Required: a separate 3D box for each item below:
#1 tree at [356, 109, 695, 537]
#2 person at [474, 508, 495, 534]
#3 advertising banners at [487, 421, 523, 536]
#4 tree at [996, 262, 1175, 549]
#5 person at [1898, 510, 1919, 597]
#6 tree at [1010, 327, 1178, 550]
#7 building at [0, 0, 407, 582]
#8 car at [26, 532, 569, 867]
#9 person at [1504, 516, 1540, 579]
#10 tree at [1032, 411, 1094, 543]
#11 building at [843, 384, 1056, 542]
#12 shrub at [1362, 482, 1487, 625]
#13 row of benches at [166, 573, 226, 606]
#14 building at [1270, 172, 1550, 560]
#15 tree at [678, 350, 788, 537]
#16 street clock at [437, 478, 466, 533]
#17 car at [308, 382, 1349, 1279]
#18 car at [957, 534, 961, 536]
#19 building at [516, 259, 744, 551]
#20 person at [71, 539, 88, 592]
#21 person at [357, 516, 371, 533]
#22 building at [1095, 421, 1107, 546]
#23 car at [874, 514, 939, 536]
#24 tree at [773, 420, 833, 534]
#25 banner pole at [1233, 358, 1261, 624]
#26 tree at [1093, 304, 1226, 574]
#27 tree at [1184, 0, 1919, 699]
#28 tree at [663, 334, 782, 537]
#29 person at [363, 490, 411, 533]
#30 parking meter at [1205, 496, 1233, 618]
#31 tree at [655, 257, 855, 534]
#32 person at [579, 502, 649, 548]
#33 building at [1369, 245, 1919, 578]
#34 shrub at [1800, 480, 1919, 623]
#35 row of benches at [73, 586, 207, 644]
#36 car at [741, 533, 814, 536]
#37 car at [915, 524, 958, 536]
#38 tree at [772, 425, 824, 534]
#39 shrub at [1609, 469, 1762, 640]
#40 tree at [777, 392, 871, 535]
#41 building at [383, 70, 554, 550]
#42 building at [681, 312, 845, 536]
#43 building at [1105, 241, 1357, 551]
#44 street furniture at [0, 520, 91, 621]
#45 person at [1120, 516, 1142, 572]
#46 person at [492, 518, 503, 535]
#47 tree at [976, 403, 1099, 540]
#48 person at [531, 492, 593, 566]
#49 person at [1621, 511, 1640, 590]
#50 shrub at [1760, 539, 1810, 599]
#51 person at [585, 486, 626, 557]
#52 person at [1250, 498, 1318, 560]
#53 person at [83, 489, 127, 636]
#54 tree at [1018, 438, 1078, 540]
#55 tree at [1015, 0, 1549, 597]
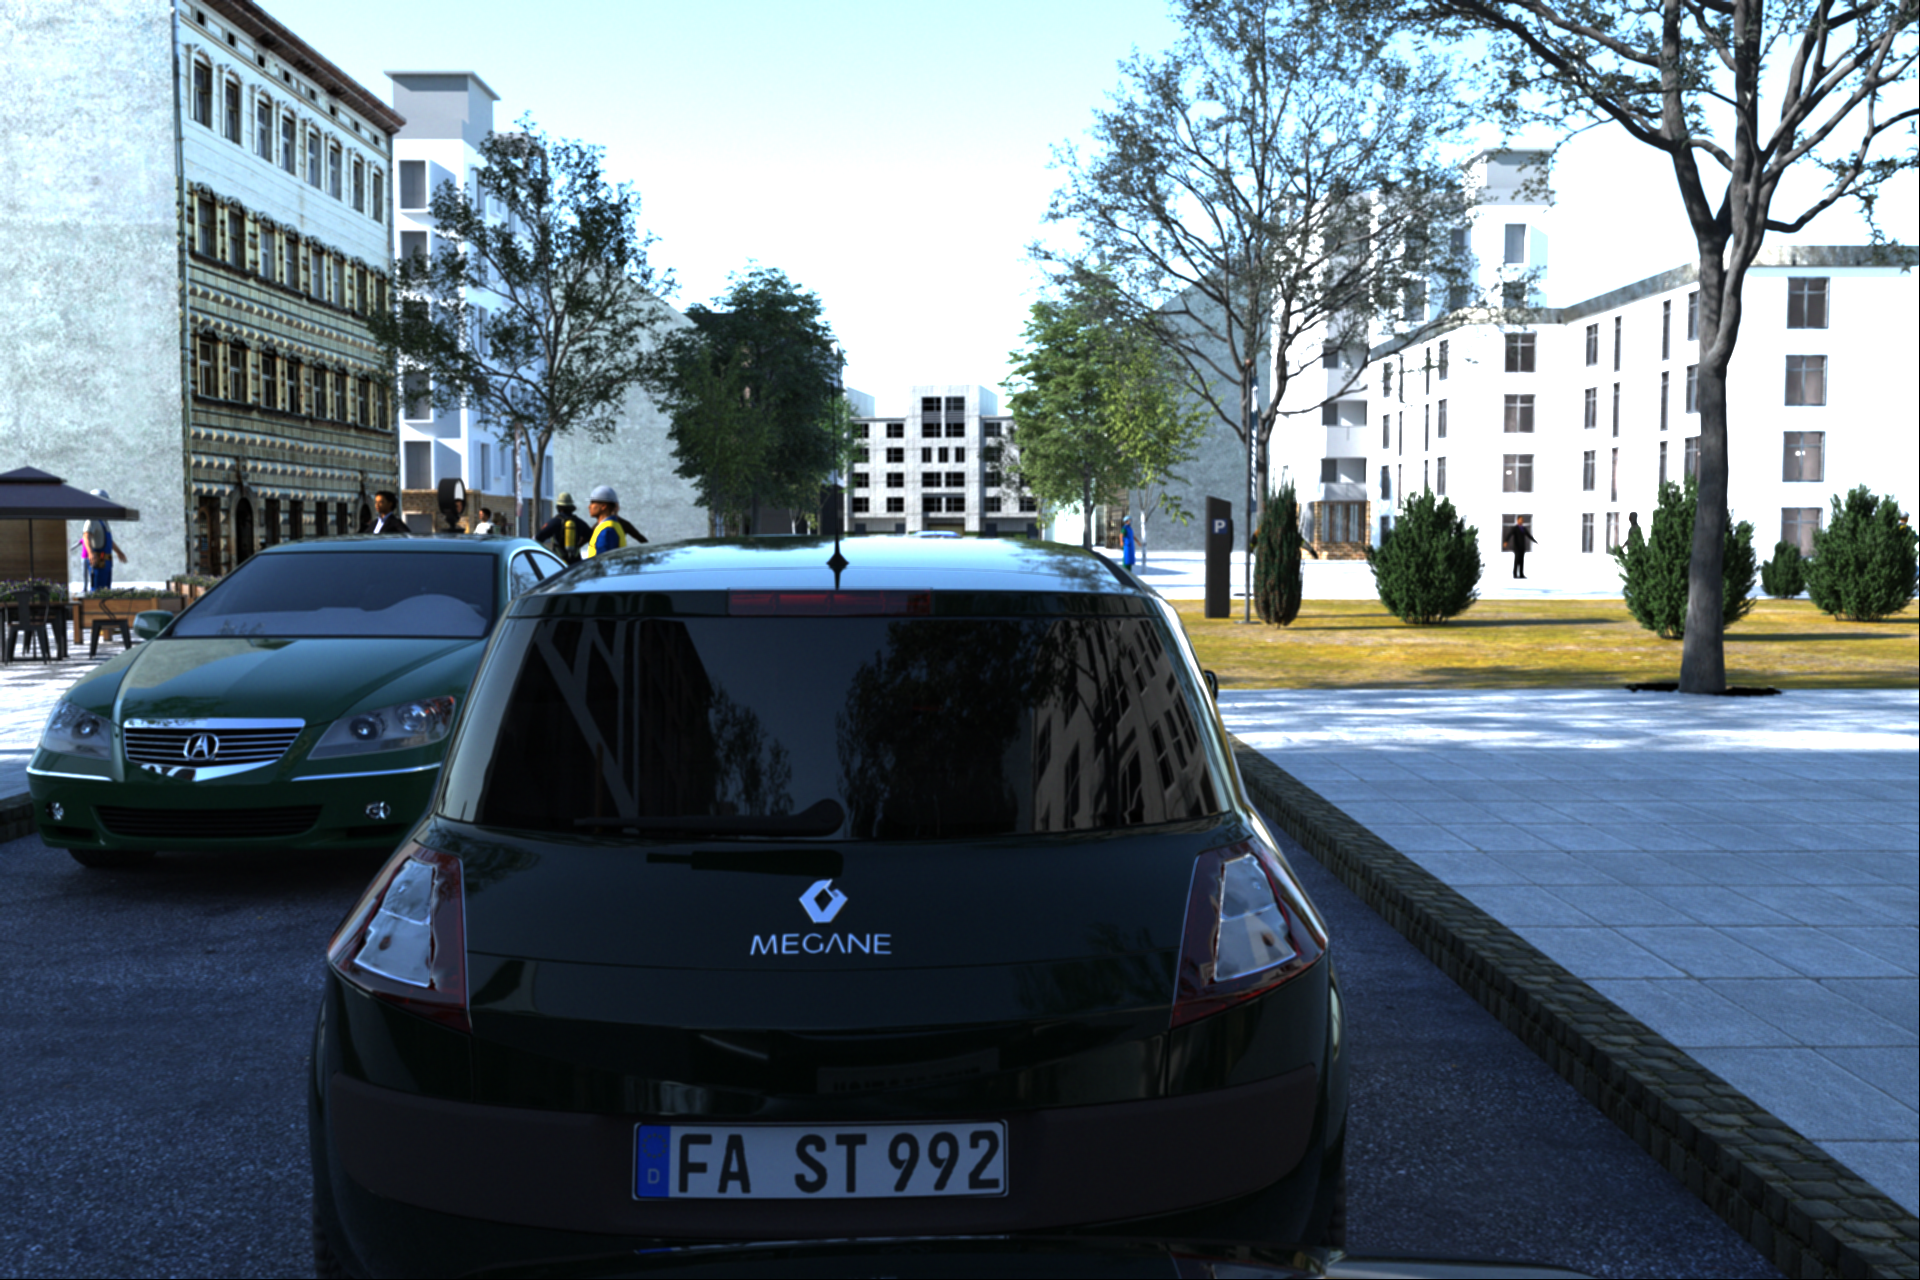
[{"bbox_3d":[-9.796,-6.401,39.070,8.767,10.594,7.601,1,4,10],"label":"tree"},{"bbox_3d":[-9.590,-1.758,34.932,1.347,1.806,0.705,3,4,36],"label":"person"},{"bbox_3d":[-6.879,-1.843,26.327,0.090,3.025,2.074,0,4,0],"label":"advertising banners"},{"bbox_3d":[5.299,-9.431,72.327,7.486,12.596,7.792,0,3,0],"label":"tree"},{"bbox_3d":[19.347,-1.770,35.400,0.721,1.772,1.216,-1,4,-14],"label":"person"},{"bbox_3d":[6.426,-9.653,83.589,9.928,11.665,9.643,0,3,0],"label":"tree"},{"bbox_3d":[-29.847,-13.665,54.357,19.493,23.208,18.063,0,4,-1],"label":"building"},{"bbox_3d":[-2.912,0.173,8.975,2.131,1.459,4.920,0,4,-1],"label":"car"},{"bbox_3d":[16.051,-2.654,49.611,1.346,1.802,0.704,-2,4,-27],"label":"person"},{"bbox_3d":[6.104,-9.140,99.793,4.737,8.622,4.395,0,3,0],"label":"tree"},{"bbox_3d":[-4.784,-20.948,211.412,31.486,18.905,16.747,1,4,9],"label":"building"},{"bbox_3d":[6.623,-1.239,24.674,1.690,2.028,1.600,0,3,0],"label":"shrub"},{"bbox_3d":[-11.355,-0.652,26.130,1.422,0.672,4.104,-2,4,-32],"label":"row of benches"},{"bbox_3d":[22.788,-14.718,97.061,16.016,20.090,11.380,0,3,0],"label":"building"},{"bbox_3d":[-9.821,-7.321,70.057,4.360,8.622,3.978,0,3,0],"label":"tree"},{"bbox_3d":[-6.597,-1.098,22.529,0.358,2.002,0.471,0,4,1],"label":"street clock"},{"bbox_3d":[-0.247,0.327,4.435,2.009,1.686,4.222,0,4,-1],"label":"car"},{"bbox_3d":[-0.555,-5.571,100.872,2.009,1.686,4.222,0,4,-2],"label":"car"},{"bbox_3d":[-28.456,-19.002,141.607,19.493,23.208,18.063,0,4,0],"label":"building"},{"bbox_3d":[-19.090,-1.751,37.900,0.991,1.433,0.599,0,4,-5],"label":"person"},{"bbox_3d":[-16.970,-2.661,49.689,1.347,1.806,0.705,2,4,31],"label":"person"},{"bbox_3d":[24.515,-21.715,185.963,19.493,23.208,18.063,0,3,0],"label":"building"},{"bbox_3d":[-0.643,-0.496,17.889,2.009,1.686,4.222,0,4,-1],"label":"car"},{"bbox_3d":[-9.496,-9.561,106.692,4.737,8.622,4.395,0,3,0],"label":"tree"},{"bbox_3d":[4.130,-2.111,24.534,0.401,3.779,0.863,0,4,-1],"label":"banner pole"},{"bbox_3d":[6.025,-6.414,55.237,4.737,8.622,4.395,0,3,0],"label":"tree"},{"bbox_3d":[6.053,-6.307,13.494,12.009,13.543,11.850,0,3,0],"label":"tree"},{"bbox_3d":[-8.851,-6.997,64.758,4.737,8.622,4.395,0,3,0],"label":"tree"},{"bbox_3d":[-6.098,-0.703,18.212,1.216,1.740,0.721,2,4,27],"label":"person"},{"bbox_3d":[3.950,-1.265,26.398,0.399,1.863,0.255,0,4,0],"label":"parking meter"},{"bbox_3d":[-9.635,-10.702,81.625,9.857,13.997,8.962,0,3,0],"label":"tree"},{"bbox_3d":[-5.214,-1.221,26.096,1.346,1.812,0.704,-1,4,-17],"label":"person"},{"bbox_3d":[23.165,-7.482,64.473,9.099,9.664,28.070,0,4,-1],"label":"building"},{"bbox_3d":[13.193,-1.302,25.323,1.661,2.075,1.752,0,3,0],"label":"shrub"},{"bbox_3d":[-8.405,-0.290,20.200,4.104,0.672,1.422,0,4,7],"label":"row of benches"},{"bbox_3d":[-2.341,-0.652,22.465,2.131,1.459,4.920,0,4,-1],"label":"car"},{"bbox_3d":[-0.631,-2.208,45.687,1.945,1.707,3.694,0,4,0],"label":"car"},{"bbox_3d":[-9.611,-9.195,100.699,4.360,8.622,3.978,0,3,0],"label":"tree"},{"bbox_3d":[8.860,-1.047,21.159,1.661,2.075,1.752,0,3,0],"label":"shrub"},{"bbox_3d":[-9.592,-11.720,117.376,9.928,11.665,9.643,0,3,0],"label":"tree"},{"bbox_3d":[-24.854,-13.189,72.068,16.016,20.090,11.380,0,4,-1],"label":"building"},{"bbox_3d":[-26.537,-20.310,176.041,27.936,21.610,32.646,0,4,-1],"label":"building"},{"bbox_3d":[21.858,-18.879,139.593,19.493,23.208,18.063,0,4,0],"label":"building"},{"bbox_3d":[-18.109,-1.199,26.463,9.812,1.723,11.010,-2,4,-26],"label":"street furniture"},{"bbox_3d":[4.946,-2.726,50.693,0.704,1.817,1.347,2,4,29],"label":"person"},{"bbox_3d":[-13.204,-2.611,49.488,1.217,1.733,0.721,1,4,15],"label":"person"},{"bbox_3d":[5.511,-11.195,117.453,8.767,10.594,7.601,-1,4,-10],"label":"tree"},{"bbox_3d":[-5.474,-1.117,24.034,1.354,1.856,0.705,-2,4,-28],"label":"person"},{"bbox_3d":[15.415,-2.056,39.746,0.705,1.813,1.348,1,4,10],"label":"person"},{"bbox_3d":[16.289,-1.414,34.231,1.383,1.207,1.383,0,3,0],"label":"shrub"},{"bbox_3d":[-2.995,-0.370,14.484,0.705,1.833,1.349,0,4,-5],"label":"person"},{"bbox_3d":[4.938,-1.288,26.823,0.705,1.858,1.354,-3,5,-41],"label":"person"},{"bbox_3d":[-10.850,-0.983,21.921,0.705,1.847,1.347,-1,4,-11],"label":"person"},{"bbox_3d":[5.416,-9.639,107.959,4.737,8.622,4.395,0,3,0],"label":"tree"},{"bbox_3d":[6.137,-7.634,35.194,12.009,13.543,11.850,0,3,0],"label":"tree"}]
